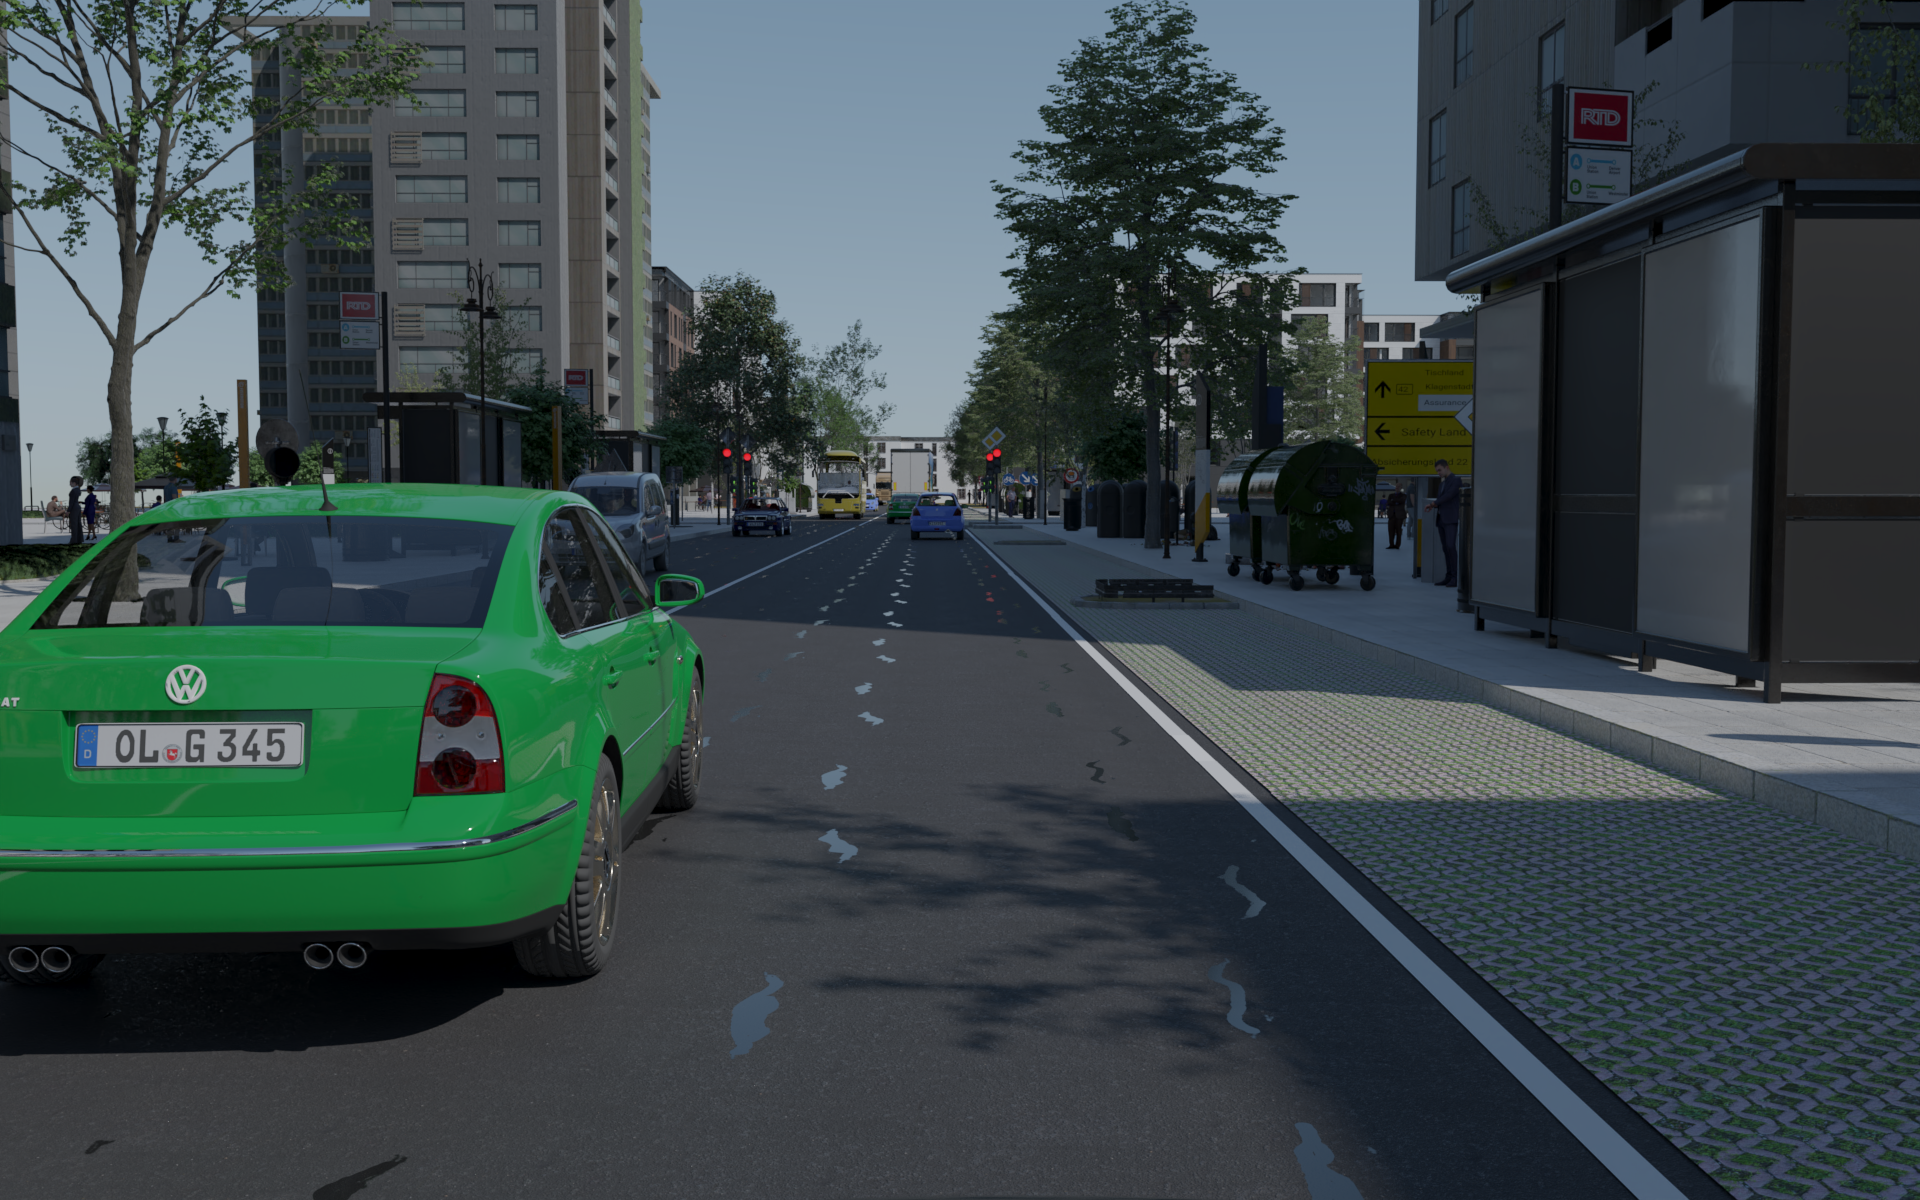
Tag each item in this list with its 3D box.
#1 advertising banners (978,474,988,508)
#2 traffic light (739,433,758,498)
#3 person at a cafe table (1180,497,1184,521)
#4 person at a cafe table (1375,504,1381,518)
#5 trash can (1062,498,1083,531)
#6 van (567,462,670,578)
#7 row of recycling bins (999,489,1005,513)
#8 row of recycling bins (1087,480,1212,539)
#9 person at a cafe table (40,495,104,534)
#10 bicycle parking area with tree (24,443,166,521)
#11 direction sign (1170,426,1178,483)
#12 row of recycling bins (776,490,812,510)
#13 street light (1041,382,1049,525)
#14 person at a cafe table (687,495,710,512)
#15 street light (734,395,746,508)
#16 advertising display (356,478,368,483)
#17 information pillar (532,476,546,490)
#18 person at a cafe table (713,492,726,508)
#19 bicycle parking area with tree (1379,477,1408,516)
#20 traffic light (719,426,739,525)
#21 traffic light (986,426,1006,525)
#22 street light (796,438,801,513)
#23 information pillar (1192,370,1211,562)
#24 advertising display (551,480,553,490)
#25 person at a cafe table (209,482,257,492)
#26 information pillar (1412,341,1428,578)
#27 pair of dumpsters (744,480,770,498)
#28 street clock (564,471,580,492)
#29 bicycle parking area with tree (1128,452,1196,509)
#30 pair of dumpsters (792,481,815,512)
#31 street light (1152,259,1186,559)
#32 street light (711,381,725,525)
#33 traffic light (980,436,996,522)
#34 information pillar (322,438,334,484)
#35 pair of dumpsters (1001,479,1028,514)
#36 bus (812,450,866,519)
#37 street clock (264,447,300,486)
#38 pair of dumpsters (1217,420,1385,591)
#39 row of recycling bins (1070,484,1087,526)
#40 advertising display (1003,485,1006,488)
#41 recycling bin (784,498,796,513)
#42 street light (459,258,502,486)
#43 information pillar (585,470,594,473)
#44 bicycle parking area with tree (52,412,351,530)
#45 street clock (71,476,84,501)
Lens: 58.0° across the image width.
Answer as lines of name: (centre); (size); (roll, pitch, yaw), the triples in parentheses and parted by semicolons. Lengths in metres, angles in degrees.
advertising banners: (2.585, -9.651, 153.987); (2.074, 3.025, 0.090); (1, 4, 20)
traffic light: (-9.738, -5.555, 79.740); (0.839, 4.253, 0.868); (0, 4, -1)
person at a cafe table: (10.659, -4.528, 82.552); (1.622, 1.524, 1.698); (0, 4, -5)
person at a cafe table: (22.172, -5.271, 94.700); (1.622, 1.524, 1.698); (-1, 4, -11)
trash can: (3.903, -2.969, 60.192); (0.748, 1.137, 0.748); (0, 3, 0)
van: (-6.248, -1.462, 30.913); (2.013, 2.044, 4.112); (0, 4, -1)
row of recycling bins: (3.505, -6.868, 119.399); (1.069, 1.692, 3.534); (-1, 4, -17)
row of recycling bins: (5.605, -2.633, 50.169); (3.534, 1.692, 1.069); (2, 4, 28)
person at a cafe table: (-29.109, -2.804, 56.701); (1.726, 1.238, 1.698); (-2, 4, -33)
bicycle parking area with tree: (-49.734, -6.762, 97.563); (8.231, 4.147, 9.016); (0, 4, 8)
direction sign: (7.179, -4.049, 58.205); (0.379, 3.537, 0.876); (2, 4, 24)
row of recycling bins: (-13.422, -8.083, 139.275); (3.534, 1.692, 1.069); (-3, 5, -43)
street light: (3.525, -6.032, 71.409); (0.468, 5.910, 1.993); (0, 4, -1)
person at a cafe table: (-19.100, -7.102, 126.977); (1.726, 1.238, 1.698); (2, 4, 26)
street light: (-10.238, -6.588, 80.499); (0.468, 5.910, 1.993); (0, 4, -1)
advertising display: (-24.034, -3.985, 70.361); (0.974, 1.923, 0.123); (-3, 5, -42)
information pillar: (-12.413, -2.852, 51.116); (0.304, 2.012, 0.304); (2, 4, 32)
person at a cafe table: (-21.259, -8.929, 154.503); (1.622, 1.524, 1.698); (-1, 4, -11)
bicycle parking area with tree: (27.872, -6.979, 101.104); (8.231, 4.147, 9.016); (0, 4, -2)
traffic light: (-9.593, -5.066, 71.757); (0.839, 4.253, 0.868); (0, 4, -1)
traffic light: (1.506, -5.080, 71.973); (0.839, 4.253, 0.868); (0, 4, -1)
street light: (-10.863, -8.857, 117.602); (0.468, 5.910, 1.993); (0, 4, -1)
information pillar: (4.567, -2.524, 32.624); (0.183, 3.616, 0.504); (-1, 4, -17)
advertising display: (-13.648, -3.268, 58.650); (0.123, 1.923, 0.974); (0, 4, 1)
person at a cafe table: (-14.500, -1.677, 35.927); (1.698, 1.524, 1.622); (0, 4, 5)
information pillar: (7.148, -2.165, 26.752); (0.183, 3.616, 0.504); (2, 4, 25)
pair of dumpsters: (-14.164, -7.217, 120.486); (1.574, 2.255, 4.437); (0, 4, -1)
street clock: (-10.872, -2.692, 48.590); (0.358, 2.002, 0.471); (2, 4, 27)
bicycle parking area with tree: (13.736, -7.994, 117.698); (8.231, 4.147, 9.016); (0, 4, -7)
pair of dumpsters: (-11.195, -7.367, 122.939); (1.574, 2.255, 4.437); (0, 4, -1)
street light: (4.117, -3.763, 34.306); (0.468, 5.910, 1.993); (0, 4, -1)
street light: (-9.937, -6.020, 71.214); (0.468, 5.910, 1.993); (0, 4, -1)
traffic light: (1.361, -5.568, 79.957); (0.839, 4.253, 0.868); (0, 4, -1)
information pillar: (-26.261, -4.935, 72.048); (0.504, 3.616, 0.183); (-3, 5, -43)
pair of dumpsters: (3.502, -6.606, 110.498); (1.574, 2.255, 4.437); (0, 4, -1)
bus: (-6.882, -6.709, 101.239); (2.896, 3.916, 12.252); (0, 4, -2)
street clock: (-10.422, -1.352, 26.671); (0.471, 2.002, 0.358); (-3, 5, -42)
pair of dumpsters: (4.823, -1.367, 24.842); (1.574, 2.255, 4.437); (0, 4, -1)
row of recycling bins: (5.640, -3.729, 68.089); (1.069, 1.692, 3.534); (-3, 4, -39)
advertising display: (3.479, -7.147, 122.062); (0.974, 1.923, 0.123); (0, 4, 1)
recycling bin: (-11.579, -6.449, 117.998); (0.722, 1.027, 0.722); (0, 4, -3)
street light: (-9.395, -3.751, 34.110); (0.468, 5.910, 1.993); (0, 4, -1)
information pillar: (-11.337, -2.992, 53.411); (0.304, 2.012, 0.304); (-3, 5, -44)
bicycle parking area with tree: (-27.626, -4.633, 62.749); (9.016, 4.147, 8.231); (-2, 4, -32)
street clock: (-34.825, -3.901, 68.344); (0.471, 2.002, 0.358); (1, 4, 16)
